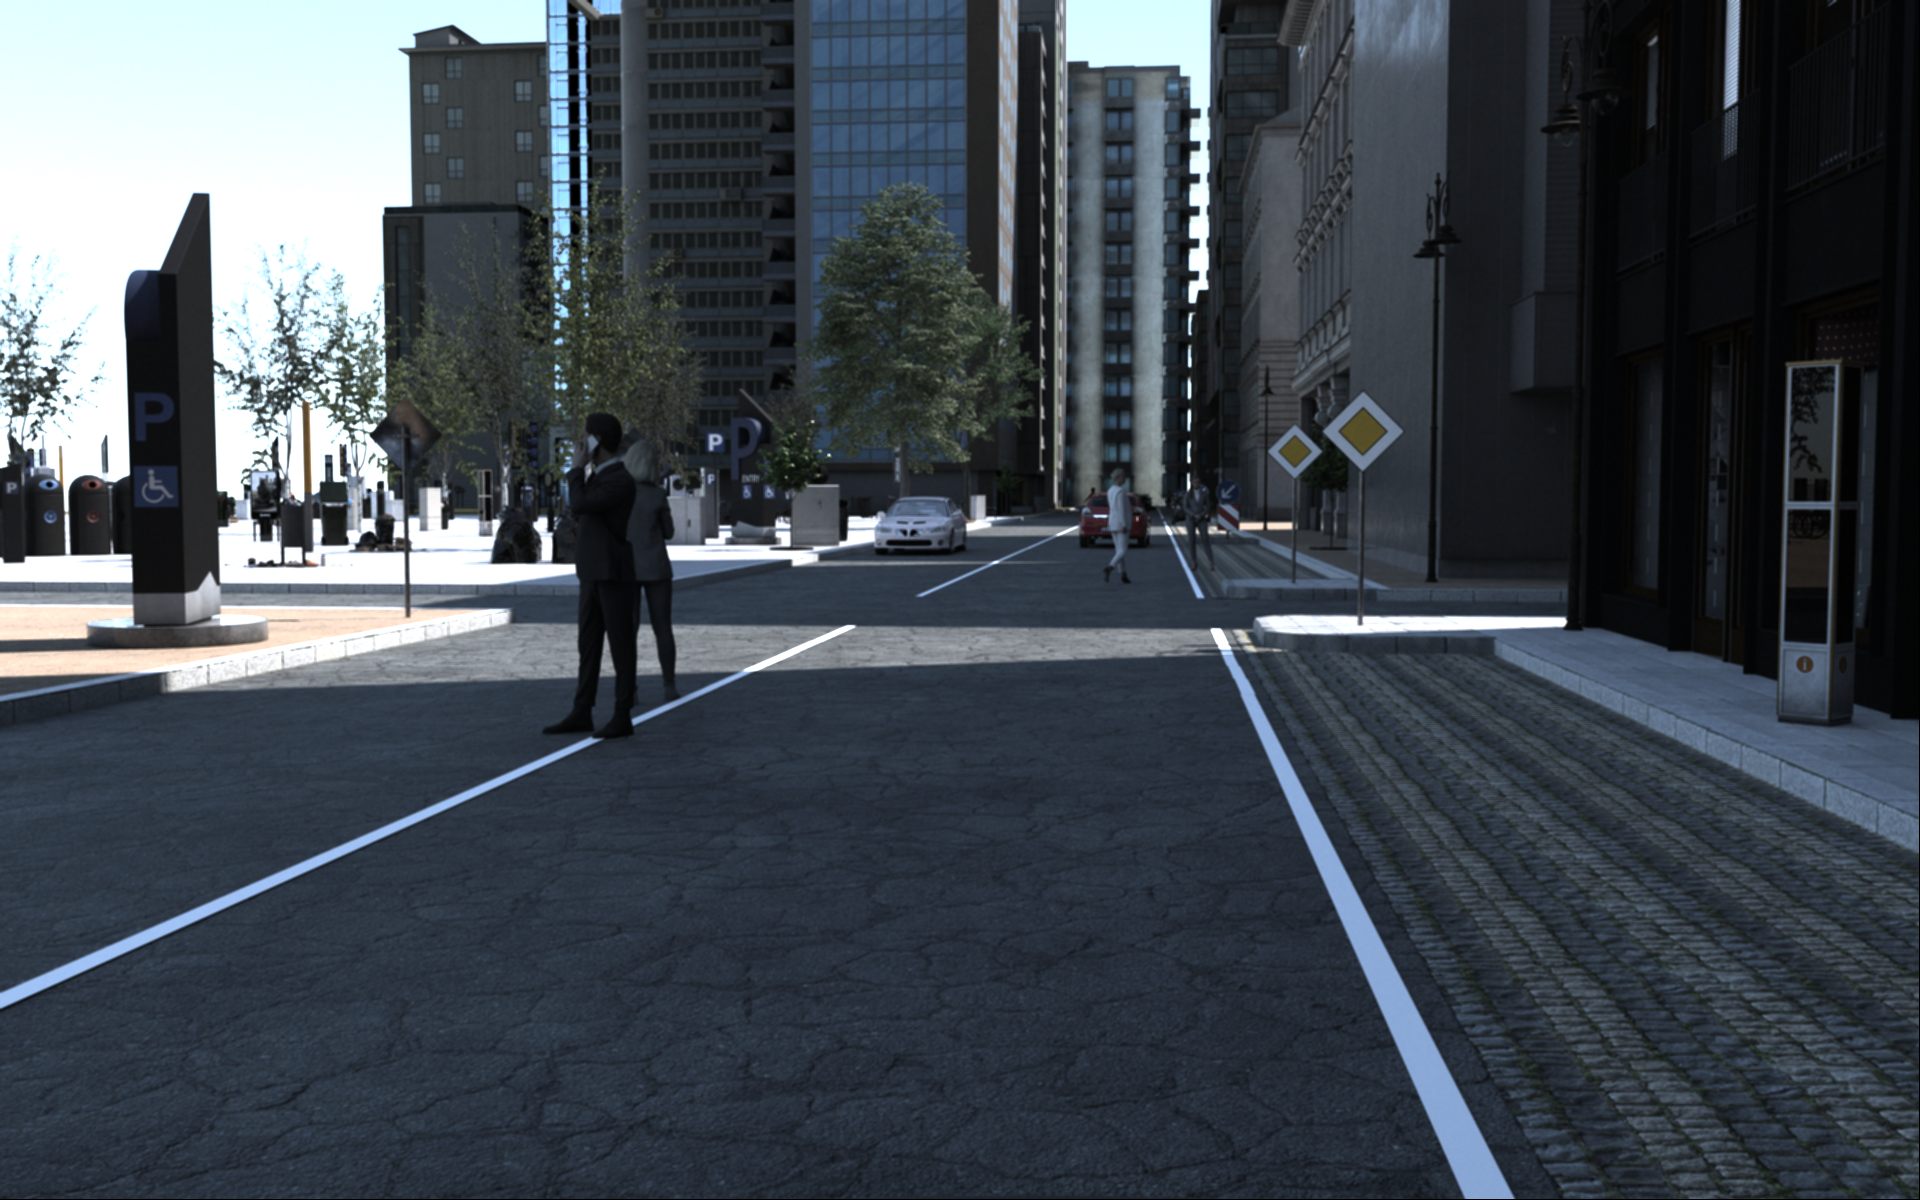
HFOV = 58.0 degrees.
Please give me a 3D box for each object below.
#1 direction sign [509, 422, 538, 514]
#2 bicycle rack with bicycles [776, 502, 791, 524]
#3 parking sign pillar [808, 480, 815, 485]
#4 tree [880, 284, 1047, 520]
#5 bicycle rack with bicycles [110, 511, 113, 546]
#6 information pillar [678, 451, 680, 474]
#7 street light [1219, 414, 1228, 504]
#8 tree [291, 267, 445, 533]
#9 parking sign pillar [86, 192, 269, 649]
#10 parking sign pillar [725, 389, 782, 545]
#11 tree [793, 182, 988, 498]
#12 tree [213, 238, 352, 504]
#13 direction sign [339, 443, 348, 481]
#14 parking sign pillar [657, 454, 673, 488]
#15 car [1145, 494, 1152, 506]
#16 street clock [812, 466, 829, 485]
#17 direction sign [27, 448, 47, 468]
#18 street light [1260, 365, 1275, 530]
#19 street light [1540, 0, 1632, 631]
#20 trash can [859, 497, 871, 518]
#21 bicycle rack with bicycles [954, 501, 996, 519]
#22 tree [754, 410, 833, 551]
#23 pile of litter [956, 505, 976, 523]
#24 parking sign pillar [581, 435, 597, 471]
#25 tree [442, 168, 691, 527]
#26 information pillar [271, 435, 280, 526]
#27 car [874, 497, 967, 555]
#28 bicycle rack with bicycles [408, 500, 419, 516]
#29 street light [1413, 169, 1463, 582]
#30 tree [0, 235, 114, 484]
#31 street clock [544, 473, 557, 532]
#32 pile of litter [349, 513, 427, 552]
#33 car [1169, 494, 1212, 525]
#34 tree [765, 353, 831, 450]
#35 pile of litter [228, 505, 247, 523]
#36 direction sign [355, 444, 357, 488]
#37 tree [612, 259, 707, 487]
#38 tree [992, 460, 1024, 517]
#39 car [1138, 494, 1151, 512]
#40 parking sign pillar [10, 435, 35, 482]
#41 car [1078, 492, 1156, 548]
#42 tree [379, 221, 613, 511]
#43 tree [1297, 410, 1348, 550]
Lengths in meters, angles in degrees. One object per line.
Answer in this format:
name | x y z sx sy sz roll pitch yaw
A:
direction sign | -13.693 -3.816 54.396 0.876 3.537 0.379 0 4 -8
bicycle rack with bicycles | -6.951 -3.754 74.756 2.925 0.926 2.852 0 4 5
parking sign pillar | -8.386 -6.625 96.798 1.447 3.967 1.447 -1 4 -15
tree | 0.202 -9.727 84.785 9.928 11.665 9.643 0 3 0
bicycle rack with bicycles | -19.708 -1.771 42.343 2.852 0.926 2.925 -1 4 -14
information pillar | -15.186 -6.263 93.758 0.183 3.616 0.504 -1 4 -13
street light | 14.986 -7.693 98.567 0.468 5.910 1.993 0 4 6
tree | -19.514 -6.459 55.959 4.737 8.622 4.395 0 3 0
parking sign pillar | -6.784 -1.619 14.936 1.447 3.967 1.447 -1 4 -11
parking sign pillar | -5.255 -3.393 43.948 1.447 3.967 1.447 3 5 44
tree | -2.412 -8.906 63.748 7.486 12.596 7.792 0 3 0
tree | -19.390 -6.041 49.133 4.360 8.622 3.978 0 3 0
direction sign | -27.530 -5.223 77.388 0.379 3.537 0.876 0 4 2
parking sign pillar | -16.287 -6.466 94.199 1.447 3.967 1.447 0 4 -3
car | 17.255 -9.497 164.077 1.959 1.807 4.718 0 4 6
street clock | -3.554 -2.402 43.839 0.358 2.002 0.471 -3 5 -42
direction sign | -45.776 -5.747 85.958 0.876 3.537 0.379 -2 4 -26
street light | 10.943 -5.451 61.911 0.468 5.910 1.993 0 4 6
street light | 5.781 -2.652 16.156 0.468 5.910 1.993 0 4 6
trash can | -5.115 -5.010 93.561 0.748 1.137 0.748 0 3 0
bicycle rack with bicycles | 0.634 -4.576 88.201 2.852 0.926 2.925 -1 4 -14
tree | -3.945 -2.767 39.845 1.663 3.219 1.824 0 3 0
pile of litter | 0.109 -3.827 76.529 1.176 0.858 1.719 0 4 7
parking sign pillar | -16.173 -5.421 77.107 1.447 3.967 1.447 -2 4 -31
tree | -8.536 -5.489 40.102 4.737 8.622 4.395 0 3 0
information pillar | -27.240 -4.748 68.977 0.183 3.616 0.504 0 4 6
car | -0.921 -1.847 42.556 2.083 1.381 4.827 0 4 7
bicycle rack with bicycles | -32.272 -5.354 100.921 2.852 0.926 2.925 -1 4 -18
street light | 6.877 -3.198 25.079 0.468 5.910 1.993 0 4 6
tree | -27.218 -6.120 50.426 4.360 8.622 3.978 0 3 0
street clock | -13.790 -3.289 58.347 0.471 2.002 0.358 3 5 42
pile of litter | -12.857 -1.532 39.010 1.719 0.858 1.176 -1 4 -16
car | 10.782 -4.348 80.881 2.009 1.686 4.222 0 4 5
tree | -8.439 -8.546 90.095 4.360 8.622 3.978 0 3 0
pile of litter | -32.522 -3.841 76.767 1.719 0.858 1.176 -1 4 -17
direction sign | -27.335 -5.288 78.463 0.379 3.537 0.876 -1 4 -22
tree | -9.665 -6.340 54.029 4.360 8.622 3.978 0 3 0
tree | 2.547 -6.384 98.985 1.663 3.219 1.824 0 3 0
car | 14.363 -7.918 139.238 2.009 1.686 4.222 0 4 7
parking sign pillar | -43.070 -5.576 79.637 1.447 3.967 1.447 0 4 1
car | 4.301 -2.366 47.717 2.155 1.783 4.494 1 4 8
tree | -12.371 -5.866 46.267 4.360 8.622 3.978 0 3 0
tree | 8.617 -2.788 40.190 1.663 3.219 1.824 0 3 0
